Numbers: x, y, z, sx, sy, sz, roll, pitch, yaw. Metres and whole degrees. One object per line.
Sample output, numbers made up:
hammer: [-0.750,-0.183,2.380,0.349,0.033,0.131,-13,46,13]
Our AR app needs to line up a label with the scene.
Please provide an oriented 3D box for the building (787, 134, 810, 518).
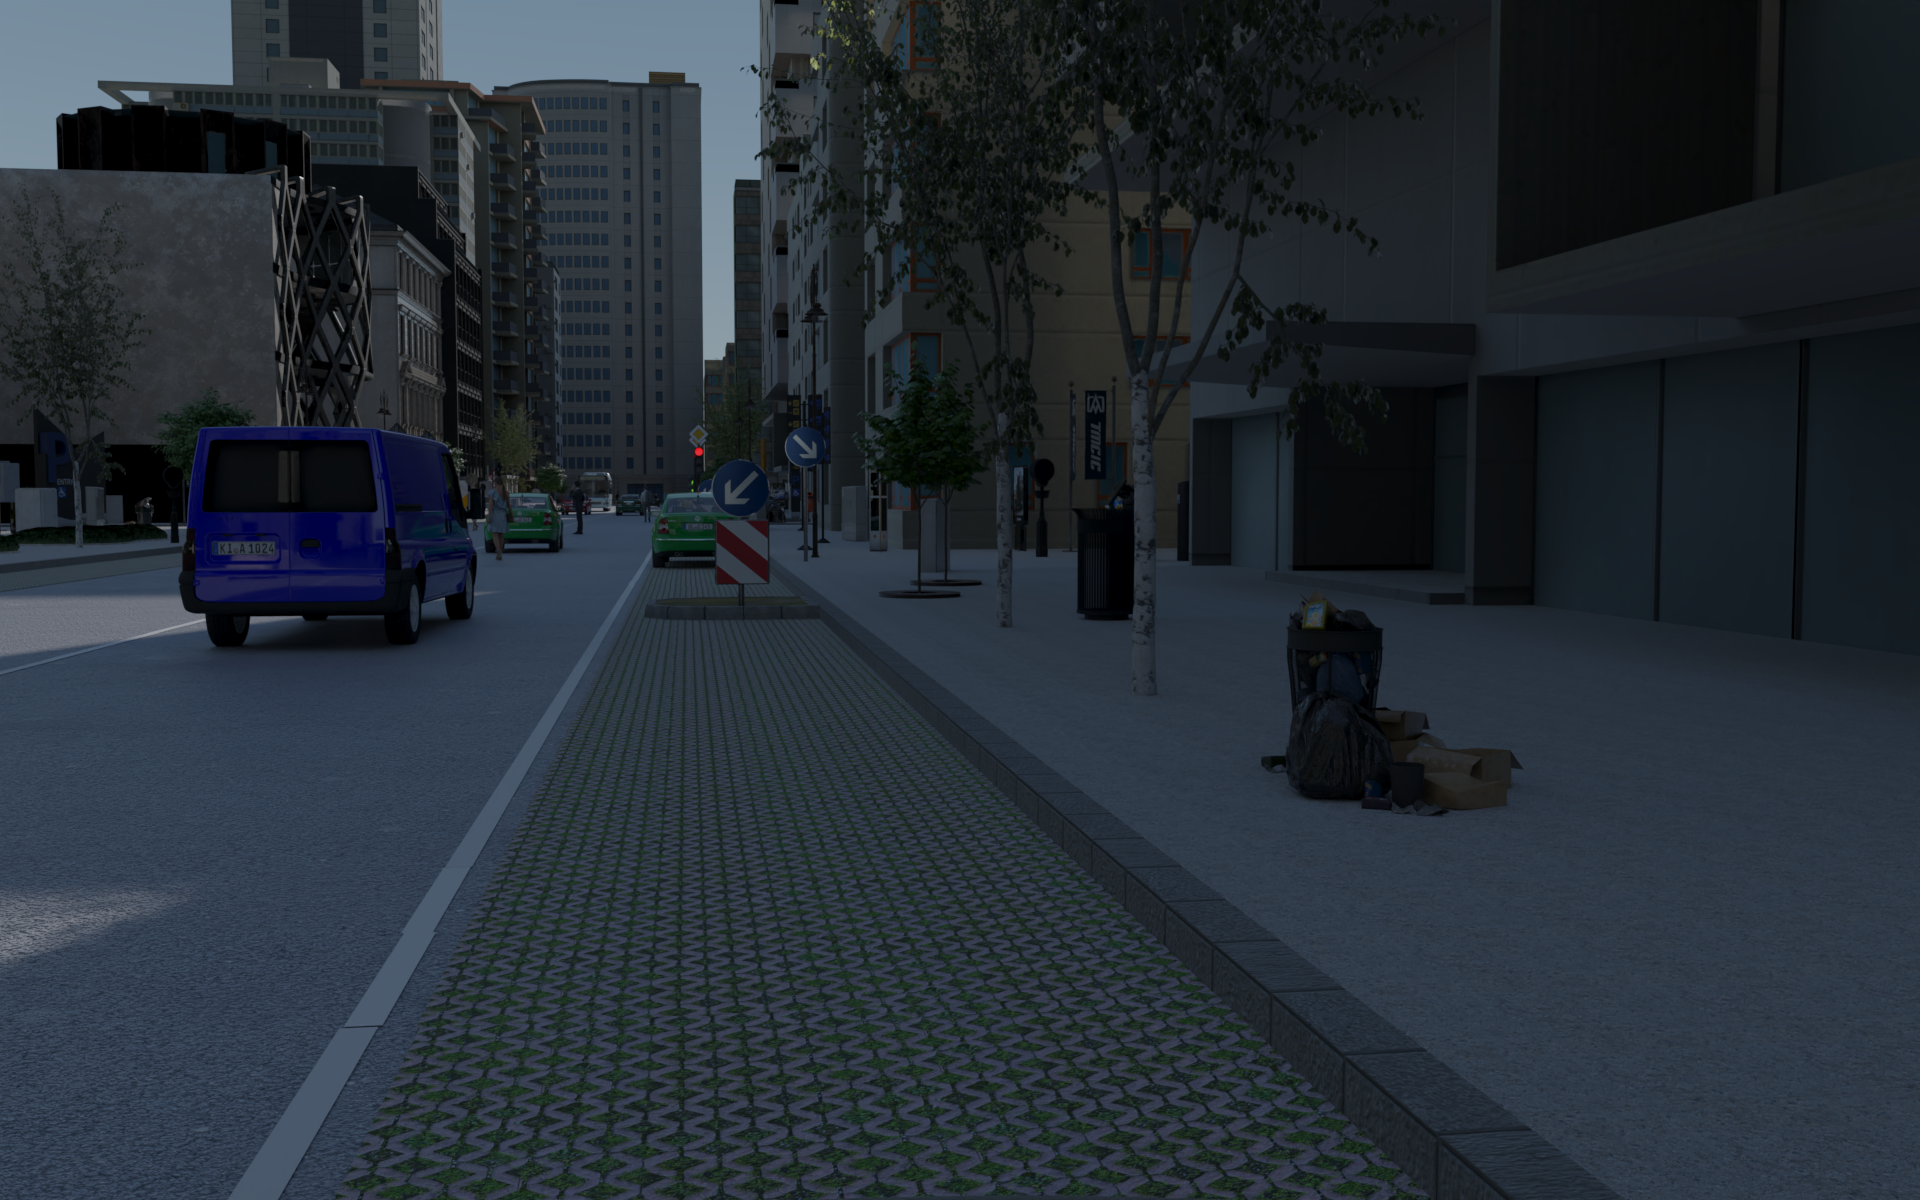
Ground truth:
building: [5.667,-15.395,96.741,28.899,21.520,27.650,-1,4,-9]

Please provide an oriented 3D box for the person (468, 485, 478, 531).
person: [-19.057,-3.621,68.060,0.694,1.780,0.624,2,4,29]

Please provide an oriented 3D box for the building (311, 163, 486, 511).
building: [-41.603,-18.050,124.796,12.332,23.373,15.834,-1,4,-9]

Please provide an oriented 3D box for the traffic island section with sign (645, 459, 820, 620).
traffic island section with sign: [-2.721,-0.728,20.525,1.989,1.847,2.006,-1,4,-9]

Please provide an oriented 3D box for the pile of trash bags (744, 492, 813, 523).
pile of trash bags: [-8.242,-4.178,78.064,3.447,1.369,1.912,0,4,-4]

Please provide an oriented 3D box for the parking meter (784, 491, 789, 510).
parking meter: [-14.020,-8.055,140.109,0.372,1.533,0.369,0,3,0]

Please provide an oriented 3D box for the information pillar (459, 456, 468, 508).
information pillar: [-30.507,-7.034,106.360,0.504,3.616,0.183,-1,4,-20]

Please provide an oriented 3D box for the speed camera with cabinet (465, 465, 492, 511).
speed camera with cabinet: [-33.287,-7.670,119.747,2.038,3.252,0.660,2,4,29]

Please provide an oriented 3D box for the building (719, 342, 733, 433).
building: [-15.119,-22.557,213.840,27.650,21.520,28.899,-1,4,-9]

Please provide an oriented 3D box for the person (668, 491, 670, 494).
person: [-35.536,-12.452,212.537,0.568,1.767,0.683,2,4,23]

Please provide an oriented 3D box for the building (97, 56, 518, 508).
building: [-57.785,-28.557,158.782,32.217,40.220,23.993,-1,4,-9]

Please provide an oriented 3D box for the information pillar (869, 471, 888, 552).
information pillar: [-1.822,-2.094,38.726,0.304,2.012,0.304,2,4,31]

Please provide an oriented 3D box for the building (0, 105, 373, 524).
building: [-37.535,-13.226,83.704,16.820,18.784,16.811,-1,4,-9]

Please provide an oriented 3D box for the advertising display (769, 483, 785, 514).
advertising display: [-10.607,-5.818,100.336,0.974,1.923,0.123,0,4,3]

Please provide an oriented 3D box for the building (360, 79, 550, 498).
building: [-56.089,-32.489,185.811,22.147,44.769,28.867,-1,4,-9]

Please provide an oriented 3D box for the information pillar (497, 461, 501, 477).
information pillar: [-32.982,-8.109,123.935,0.183,3.616,0.504,-2,4,-35]

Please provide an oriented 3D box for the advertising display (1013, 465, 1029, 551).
advertising display: [1.370,-2.077,39.176,0.123,1.923,0.974,-1,4,-12]

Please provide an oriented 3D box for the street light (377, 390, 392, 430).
street light: [-25.430,-6.351,76.628,0.468,5.910,1.993,-1,4,-9]

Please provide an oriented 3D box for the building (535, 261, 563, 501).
building: [-56.649,-27.080,214.453,14.107,30.474,14.160,-1,4,-9]

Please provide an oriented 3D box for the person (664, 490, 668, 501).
person: [-24.987,-8.443,146.889,0.444,1.785,0.601,1,4,19]

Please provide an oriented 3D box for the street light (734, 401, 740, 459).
street light: [-10.821,-6.860,84.951,0.468,5.910,1.993,-1,4,-9]

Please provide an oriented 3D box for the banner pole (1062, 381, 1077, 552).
banner pole: [2.479,-2.942,38.122,0.401,3.779,0.863,0,4,-5]

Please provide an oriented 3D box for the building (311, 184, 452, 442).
building: [-38.226,-14.868,107.714,10.561,19.102,19.286,-1,4,-9]

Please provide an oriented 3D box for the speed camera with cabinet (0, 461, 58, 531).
speed camera with cabinet: [-26.264,-3.311,48.466,2.038,3.252,0.660,1,4,20]

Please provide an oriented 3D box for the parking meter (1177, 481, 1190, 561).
parking meter: [4.355,-1.517,33.207,0.372,1.533,0.369,0,3,0]

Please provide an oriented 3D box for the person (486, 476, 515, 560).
person: [-9.918,-1.763,37.411,0.616,1.811,0.778,-2,4,-25]

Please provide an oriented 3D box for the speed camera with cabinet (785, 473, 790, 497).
speed camera with cabinet: [-14.012,-9.209,144.897,0.660,3.252,2.038,3,5,39]

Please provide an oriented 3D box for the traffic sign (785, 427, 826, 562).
traffic sign: [-2.931,-2.004,32.872,0.768,2.556,0.104,0,4,-7]

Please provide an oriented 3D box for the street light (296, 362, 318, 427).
street light: [-22.961,-5.392,60.944,0.468,5.910,1.993,-1,4,-9]

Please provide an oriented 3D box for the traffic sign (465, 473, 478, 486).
traffic sign: [-29.870,-6.471,105.900,0.768,2.556,0.104,0,4,0]

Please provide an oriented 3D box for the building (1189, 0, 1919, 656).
building: [16.963,-26.300,19.237,28.713,52.752,27.495,-1,4,-9]

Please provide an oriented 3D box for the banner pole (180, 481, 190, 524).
banner pole: [-32.950,-5.132,73.923,0.401,3.779,0.863,2,4,29]

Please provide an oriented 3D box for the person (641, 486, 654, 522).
person: [-15.881,-4.858,88.033,0.679,1.850,0.850,-1,4,-18]

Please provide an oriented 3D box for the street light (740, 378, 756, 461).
street light: [-8.389,-5.896,69.180,0.468,5.910,1.993,-1,4,-9]

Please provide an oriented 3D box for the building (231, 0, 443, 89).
building: [-73.271,-47.029,207.170,20.611,71.187,20.563,-1,4,-9]

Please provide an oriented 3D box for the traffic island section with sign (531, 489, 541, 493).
traffic island section with sign: [-31.027,-7.236,126.940,1.989,1.847,2.006,-1,4,-9]

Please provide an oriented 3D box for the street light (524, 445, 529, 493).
street light: [-36.088,-10.471,143.996,0.468,5.910,1.993,-1,4,-9]

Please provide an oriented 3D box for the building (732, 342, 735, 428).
building: [-9.629,-20.789,184.939,27.650,21.520,28.899,-1,4,-9]

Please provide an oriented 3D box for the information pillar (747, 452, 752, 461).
information pillar: [-11.592,-6.365,95.429,0.183,3.616,0.504,-3,4,-36]

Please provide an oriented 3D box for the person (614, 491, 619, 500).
person: [-36.711,-10.754,185.144,0.721,1.723,1.217,-2,4,-33]

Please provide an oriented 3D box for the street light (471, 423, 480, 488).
street light: [-30.769,-8.397,110.071,0.468,5.910,1.993,-1,4,-9]

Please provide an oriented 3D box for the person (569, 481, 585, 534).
person: [-13.615,-3.282,61.515,0.474,1.900,0.648,0,4,0]

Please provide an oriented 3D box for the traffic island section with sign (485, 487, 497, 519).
traffic island section with sign: [-26.843,-5.607,100.310,1.989,1.847,2.006,-1,4,-9]

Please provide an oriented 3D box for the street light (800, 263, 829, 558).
street light: [-2.932,-3.799,34.902,0.468,5.910,1.993,-1,4,-9]

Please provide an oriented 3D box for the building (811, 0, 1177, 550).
building: [10.093,-12.884,55.685,27.650,21.520,28.899,-1,4,-9]

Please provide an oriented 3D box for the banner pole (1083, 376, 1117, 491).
banner pole: [3.040,-2.863,36.821,0.863,3.779,0.401,0,4,-6]

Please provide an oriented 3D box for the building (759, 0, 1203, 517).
building: [-0.489,-32.828,125.973,28.713,52.752,27.495,-1,4,-9]

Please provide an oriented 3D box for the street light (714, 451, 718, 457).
street light: [-21.342,-10.953,151.862,0.468,5.910,1.993,-1,4,-9]
